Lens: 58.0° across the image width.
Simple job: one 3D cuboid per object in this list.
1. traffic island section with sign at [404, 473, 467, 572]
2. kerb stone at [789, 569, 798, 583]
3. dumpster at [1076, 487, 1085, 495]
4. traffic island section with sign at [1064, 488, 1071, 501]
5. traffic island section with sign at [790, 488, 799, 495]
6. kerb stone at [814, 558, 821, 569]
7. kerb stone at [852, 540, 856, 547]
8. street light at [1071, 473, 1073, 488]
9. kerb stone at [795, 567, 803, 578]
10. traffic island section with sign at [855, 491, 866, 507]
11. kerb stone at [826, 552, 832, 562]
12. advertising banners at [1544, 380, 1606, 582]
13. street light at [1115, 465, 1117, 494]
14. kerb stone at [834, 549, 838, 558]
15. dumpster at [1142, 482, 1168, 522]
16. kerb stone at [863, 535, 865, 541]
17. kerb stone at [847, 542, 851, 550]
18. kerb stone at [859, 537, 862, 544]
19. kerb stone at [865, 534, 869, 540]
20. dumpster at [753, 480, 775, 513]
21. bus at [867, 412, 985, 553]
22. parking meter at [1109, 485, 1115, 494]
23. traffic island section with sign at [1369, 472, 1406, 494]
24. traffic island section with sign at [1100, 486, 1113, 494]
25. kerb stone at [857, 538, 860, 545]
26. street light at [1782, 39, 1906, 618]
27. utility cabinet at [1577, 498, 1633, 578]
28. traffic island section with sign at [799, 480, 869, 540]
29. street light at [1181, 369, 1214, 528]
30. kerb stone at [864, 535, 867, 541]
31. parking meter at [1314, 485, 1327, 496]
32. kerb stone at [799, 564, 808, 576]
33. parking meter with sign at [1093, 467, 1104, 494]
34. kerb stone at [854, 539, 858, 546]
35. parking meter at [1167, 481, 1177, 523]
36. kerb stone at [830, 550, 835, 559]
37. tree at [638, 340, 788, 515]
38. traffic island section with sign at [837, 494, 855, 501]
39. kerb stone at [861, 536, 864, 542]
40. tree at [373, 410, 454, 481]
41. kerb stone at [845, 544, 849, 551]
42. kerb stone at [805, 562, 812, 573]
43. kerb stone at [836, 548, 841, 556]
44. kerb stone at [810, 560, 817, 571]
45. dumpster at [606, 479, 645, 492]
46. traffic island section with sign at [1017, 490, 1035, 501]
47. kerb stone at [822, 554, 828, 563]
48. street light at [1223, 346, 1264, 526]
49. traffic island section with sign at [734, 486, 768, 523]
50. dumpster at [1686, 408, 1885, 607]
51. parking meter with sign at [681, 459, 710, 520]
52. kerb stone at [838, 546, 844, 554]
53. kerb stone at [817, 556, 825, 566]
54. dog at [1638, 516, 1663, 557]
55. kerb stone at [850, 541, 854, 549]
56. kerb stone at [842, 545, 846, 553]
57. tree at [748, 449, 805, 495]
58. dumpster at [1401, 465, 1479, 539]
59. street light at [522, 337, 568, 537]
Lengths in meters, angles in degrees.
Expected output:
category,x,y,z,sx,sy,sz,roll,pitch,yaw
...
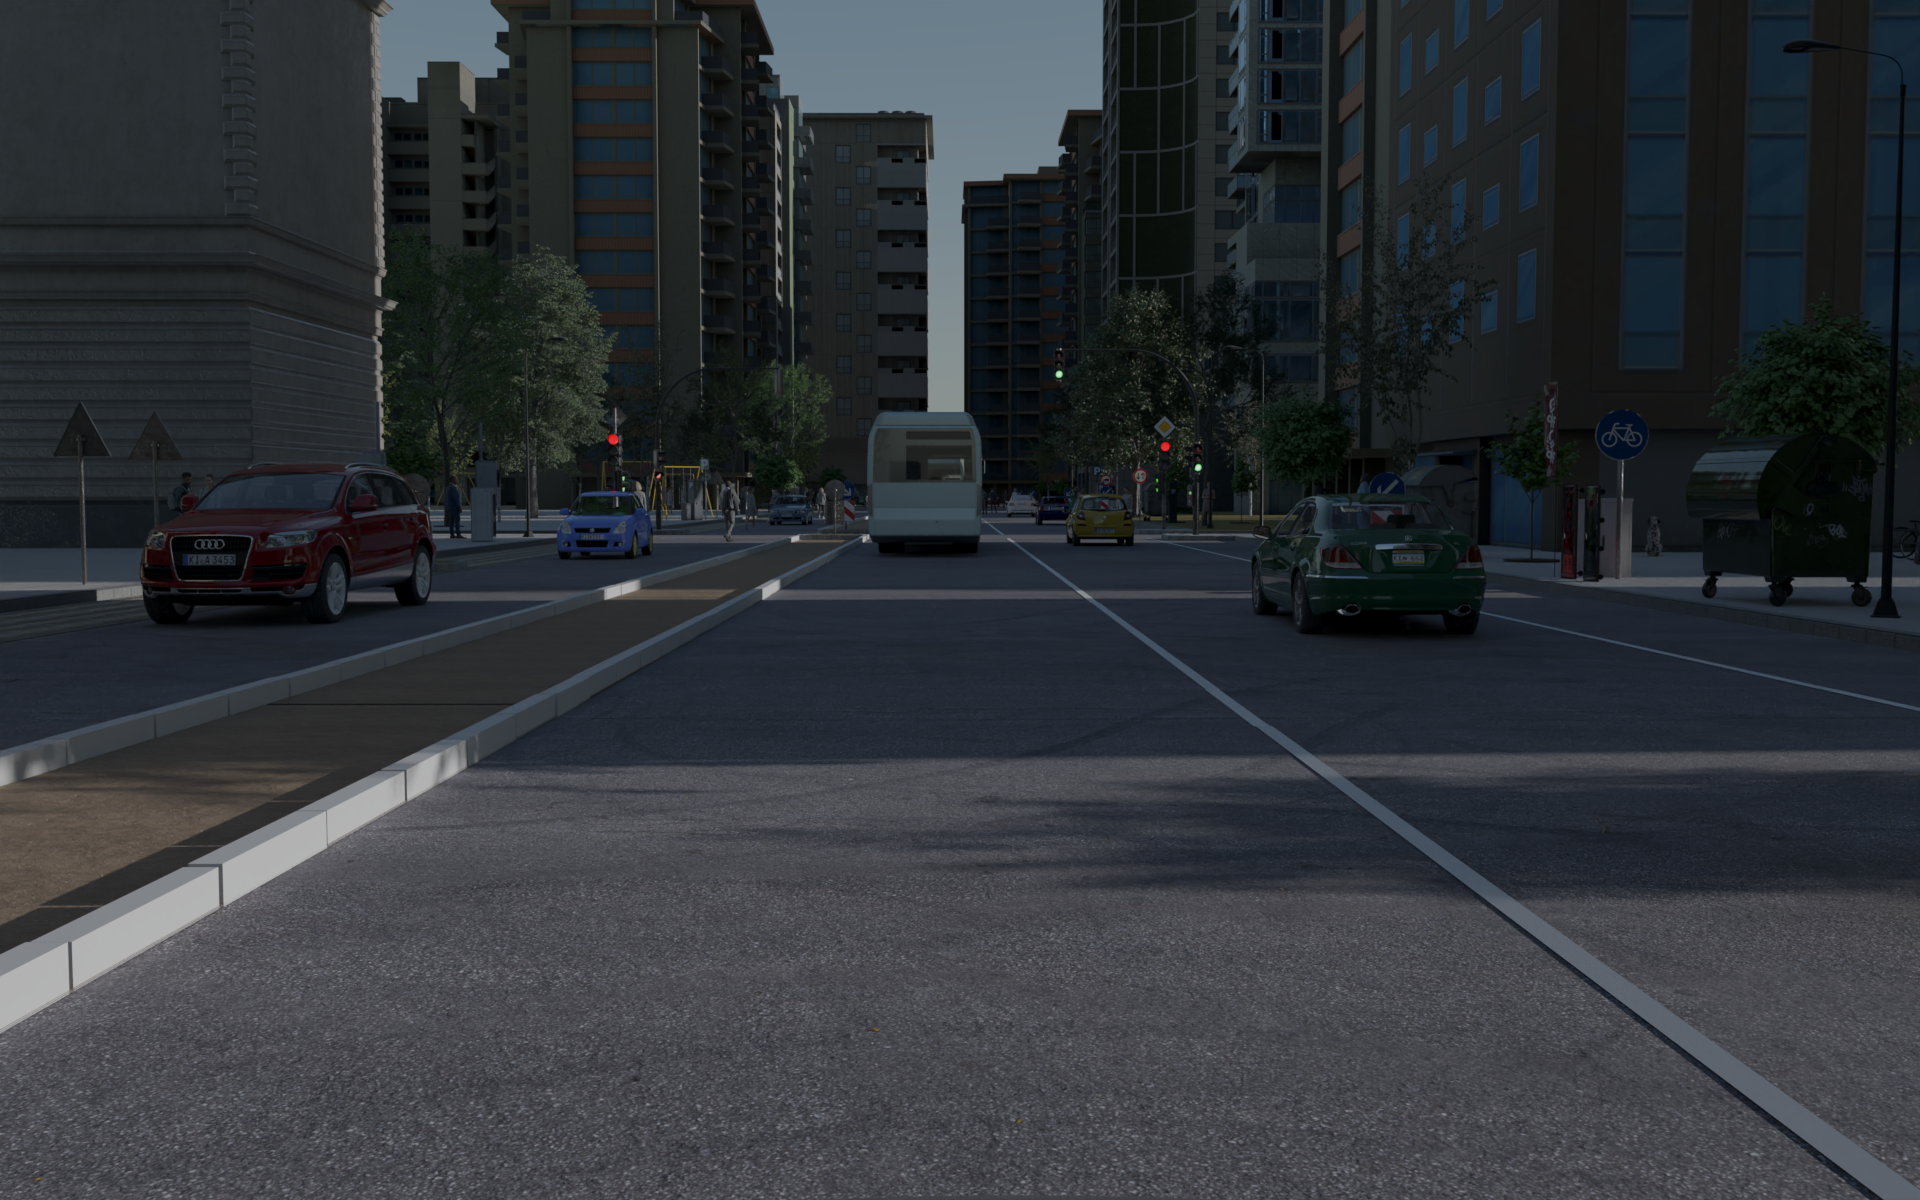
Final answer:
category,x,y,z,sx,sy,sz,roll,pitch,yaw
traffic island section with sign,-10.332,-1.450,32.332,1.989,1.847,2.006,0,4,0
kerb stone,-2.769,-0.357,28.028,0.120,0.150,1.000,0,4,0
dumpster,9.110,-7.765,132.710,1.264,1.857,1.865,0,4,-1
traffic island section with sign,7.035,-6.462,114.286,1.989,1.847,2.006,0,4,0
traffic island section with sign,-10.897,-6.470,114.416,1.989,1.847,2.006,0,4,0
kerb stone,-2.797,-0.666,33.148,0.120,0.150,1.000,0,4,0
kerb stone,-2.883,-1.419,45.467,0.120,0.150,1.000,0,4,0
street light,8.351,-10.090,137.511,1.470,5.913,1.316,0,4,0
kerb stone,-2.782,-0.417,29.050,0.120,0.150,1.000,0,4,0
traffic island section with sign,-11.441,-11.253,192.615,1.989,1.847,2.006,0,4,0
kerb stone,-2.819,-0.858,36.234,0.120,0.150,1.000,0,4,0
advertising banners,9.209,-1.828,26.077,0.090,3.025,2.074,0,4,-5
street light,8.561,-7.841,100.736,1.470,5.913,1.316,0,4,0
kerb stone,-2.844,-0.982,38.292,0.120,0.150,1.000,0,4,0
dumpster,9.254,-4.603,81.013,1.264,1.857,1.865,0,4,0
kerb stone,-2.925,-1.737,50.601,0.120,0.150,1.000,0,4,0
kerb stone,-2.878,-1.297,43.423,0.120,0.150,1.000,0,4,0
kerb stone,-2.903,-1.611,48.542,0.120,0.150,1.000,0,4,0
kerb stone,-2.938,-1.863,52.649,0.120,0.150,1.000,0,4,0
dumpster,-13.329,-7.017,117.221,1.502,2.255,1.985,0,4,0
bus,-0.765,-3.088,45.351,2.948,3.499,13.247,0,4,0
parking meter,9.638,-6.366,109.796,0.399,1.863,0.255,-1,4,-15
traffic island section with sign,7.586,-1.428,31.975,1.989,1.847,2.006,0,4,0
traffic island section with sign,7.212,-4.814,87.332,1.989,1.847,2.006,0,4,0
kerb stone,-2.902,-1.544,47.520,0.120,0.150,1.000,0,4,0
street light,9.107,-2.773,17.876,1.470,5.913,1.316,0,4,0
utility cabinet,10.039,-0.971,27.041,0.306,1.237,1.020,-1,4,-16
traffic island section with sign,-3.999,-2.845,54.645,2.006,1.907,1.989,0,4,0
street light,8.823,-5.629,64.568,1.470,5.913,1.316,0,4,0
kerb stone,-2.933,-1.800,51.628,0.120,0.150,1.000,0,4,0
parking meter,10.046,-2.440,48.305,0.372,1.533,0.369,0,3,0
kerb stone,-2.786,-0.482,30.072,0.120,0.150,1.000,0,4,0
parking meter with sign,8.863,-6.956,109.987,0.543,3.016,1.738,0,4,-7
kerb stone,-2.895,-1.486,46.498,0.120,0.150,1.000,0,4,0
parking meter,9.337,-4.308,76.144,0.399,1.863,0.255,0,4,-5
kerb stone,-2.835,-0.921,37.264,0.120,0.150,1.000,0,4,0
tree,-13.993,-10.452,105.306,7.601,10.594,8.767,-3,4,-36
traffic island section with sign,-11.247,-9.510,164.109,1.989,1.847,2.006,0,4,0
kerb stone,-2.916,-1.675,49.579,0.120,0.150,1.000,0,4,0
tree,-12.925,-2.796,40.323,1.663,3.219,1.824,0,3,0
kerb stone,-2.870,-1.235,42.388,0.120,0.150,1.000,0,4,0
kerb stone,-2.796,-0.544,31.094,0.120,0.150,1.000,0,4,0
kerb stone,-2.852,-1.041,39.315,0.120,0.150,1.000,0,4,0
kerb stone,-2.798,-0.607,32.122,0.120,0.150,1.000,0,4,0
dumpster,-12.915,-3.734,66.806,1.264,1.857,1.865,0,4,-1
traffic island section with sign,6.687,-9.516,164.222,1.989,1.847,2.006,0,4,0
kerb stone,-2.825,-0.796,35.204,0.120,0.150,1.000,0,4,0
street light,8.941,-5.005,54.368,1.470,5.913,1.316,0,4,0
traffic island section with sign,-10.712,-4.791,86.955,1.989,1.847,2.006,0,4,0
dumpster,9.722,-1.099,20.459,1.502,2.255,1.985,0,4,0
parking meter with sign,-12.983,-5.415,84.788,0.543,3.016,1.738,2,4,29
kerb stone,-2.856,-1.109,40.337,0.120,0.150,1.000,0,4,0
kerb stone,-2.813,-0.727,34.170,0.120,0.150,1.000,0,4,0
dog,14.193,-1.302,35.671,0.800,0.831,0.513,-2,4,-31
kerb stone,-2.880,-1.358,44.445,0.120,0.150,1.000,0,4,0
kerb stone,-2.861,-1.171,41.366,0.120,0.150,1.000,0,4,0
tree,-13.440,-8.544,123.411,4.285,4.588,4.351,0,3,0
dumpster,9.612,-1.779,34.852,1.264,1.857,1.865,0,4,0
street light,-12.285,-4.817,51.292,1.470,5.913,1.316,0,4,0
